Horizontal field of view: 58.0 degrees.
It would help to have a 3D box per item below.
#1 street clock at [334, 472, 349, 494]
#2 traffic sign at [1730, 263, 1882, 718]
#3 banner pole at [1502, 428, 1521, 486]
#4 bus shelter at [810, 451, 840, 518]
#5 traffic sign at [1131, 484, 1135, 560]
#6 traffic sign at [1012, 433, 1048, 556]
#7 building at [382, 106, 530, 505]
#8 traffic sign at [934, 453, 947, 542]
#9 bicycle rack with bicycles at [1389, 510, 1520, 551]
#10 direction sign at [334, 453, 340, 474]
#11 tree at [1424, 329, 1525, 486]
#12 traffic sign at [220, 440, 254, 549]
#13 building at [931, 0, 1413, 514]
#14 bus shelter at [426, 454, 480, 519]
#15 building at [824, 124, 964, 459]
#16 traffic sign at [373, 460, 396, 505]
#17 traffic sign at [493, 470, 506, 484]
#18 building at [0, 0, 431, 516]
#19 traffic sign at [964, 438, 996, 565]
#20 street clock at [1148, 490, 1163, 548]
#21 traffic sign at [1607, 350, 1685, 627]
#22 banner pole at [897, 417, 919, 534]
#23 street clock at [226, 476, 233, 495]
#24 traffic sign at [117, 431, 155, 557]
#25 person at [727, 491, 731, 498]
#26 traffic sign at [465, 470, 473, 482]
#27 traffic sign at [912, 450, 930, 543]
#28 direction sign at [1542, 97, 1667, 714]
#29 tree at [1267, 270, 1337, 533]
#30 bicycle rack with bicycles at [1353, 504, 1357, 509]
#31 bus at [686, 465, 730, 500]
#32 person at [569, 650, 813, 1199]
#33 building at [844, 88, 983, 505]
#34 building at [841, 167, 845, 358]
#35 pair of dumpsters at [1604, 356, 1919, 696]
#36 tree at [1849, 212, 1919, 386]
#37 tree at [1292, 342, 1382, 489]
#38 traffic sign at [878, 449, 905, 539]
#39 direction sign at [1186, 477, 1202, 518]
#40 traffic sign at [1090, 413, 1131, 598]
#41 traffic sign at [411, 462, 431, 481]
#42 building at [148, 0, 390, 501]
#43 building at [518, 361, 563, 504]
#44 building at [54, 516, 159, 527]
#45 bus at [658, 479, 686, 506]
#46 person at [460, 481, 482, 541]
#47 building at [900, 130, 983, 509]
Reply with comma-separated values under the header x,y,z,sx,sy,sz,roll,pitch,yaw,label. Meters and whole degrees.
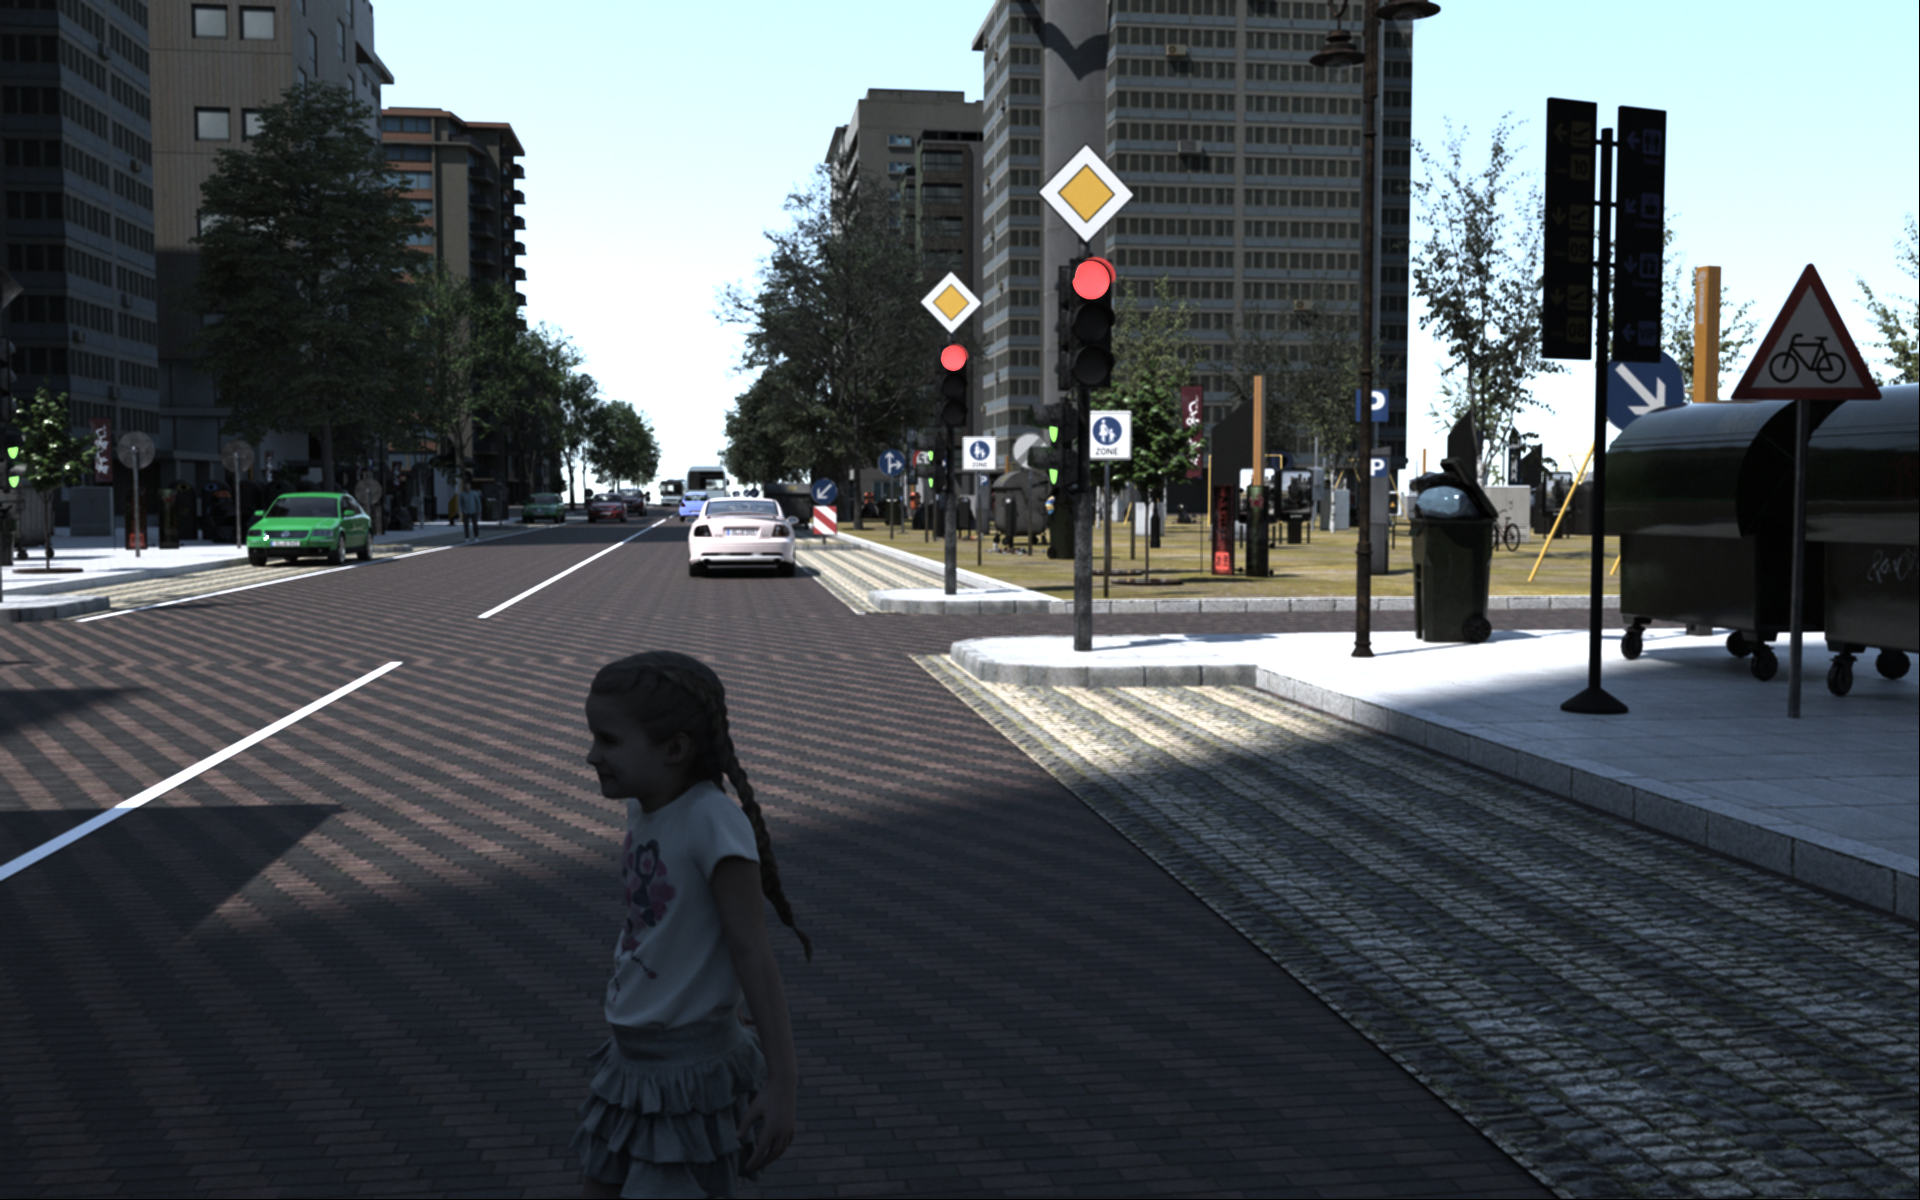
x,y,z,sx,sy,sz,roll,pitch,yaw,label
-20.143,-3.170,56.393,0.358,2.002,0.471,2,4,28,street clock
4.787,-0.603,9.865,0.884,2.594,0.081,0,4,-5,traffic sign
20.734,-4.606,65.326,0.863,3.779,0.401,1,4,14,banner pole
-7.138,-6.058,90.331,1.731,3.624,6.357,-1,4,-8,bus shelter
3.374,-2.057,33.744,0.768,2.556,0.104,0,4,-4,traffic sign
1.460,-2.196,36.006,0.768,2.556,0.104,0,4,0,traffic sign
-61.666,-33.273,198.630,22.147,44.769,28.867,0,4,-8,building
-0.674,-2.854,46.774,0.768,2.556,0.104,0,4,-1,traffic sign
11.188,-1.612,39.741,2.852,0.926,2.925,0,4,-5,bicycle rack with bicycles
-32.166,-5.961,89.456,0.379,3.537,0.876,0,4,-3,direction sign
21.838,-7.471,72.520,4.737,8.622,4.395,0,3,0,tree
-16.964,-2.482,40.679,0.768,2.556,0.104,0,4,-8,traffic sign
14.692,-26.385,123.271,32.217,40.220,23.993,0,4,-8,building
-26.273,-5.870,89.902,2.014,3.302,5.546,-1,4,-8,bus shelter
-3.871,-40.047,244.007,28.713,52.752,27.495,0,4,-8,building
-22.092,-4.066,66.483,0.884,2.594,0.081,0,4,-6,traffic sign
-24.980,-5.754,94.089,0.884,2.594,0.081,0,4,-6,traffic sign
-57.267,-26.843,130.761,32.217,40.220,23.993,0,4,-8,building
0.351,-1.769,31.056,0.606,2.300,0.079,0,4,-4,traffic sign
4.643,-2.237,41.142,0.358,2.002,0.471,2,4,30,street clock
5.845,-0.909,14.962,0.768,2.556,0.104,0,4,-2,traffic sign
-1.681,-4.059,56.383,0.863,3.779,0.401,-3,5,-39,banner pole
-29.436,-3.990,69.808,0.358,2.002,0.471,-2,4,-27,street clock
-16.693,-2.140,35.090,0.768,2.556,0.104,0,4,-1,traffic sign
-27.305,-11.978,204.328,0.705,1.826,1.348,-2,4,-32,person
-26.501,-5.672,92.843,0.768,2.556,0.104,0,4,-1,traffic sign
-0.881,-2.793,45.772,0.768,2.556,0.104,0,4,-6,traffic sign
3.759,-1.111,10.158,0.876,3.537,0.379,-2,4,-23,direction sign
12.250,-6.489,56.451,4.360,8.622,3.978,0,3,0,tree
16.837,-3.591,72.088,2.925,0.926,2.852,0,4,1,bicycle rack with bicycles
-17.084,-7.488,117.281,2.948,3.499,13.247,0,4,-8,bus
-0.341,0.675,2.485,0.382,1.210,0.505,-3,4,-38,person
-2.191,-35.551,204.963,21.300,48.544,21.600,0,4,-8,building
-7.771,-34.997,222.316,14.600,45.320,14.200,0,4,-8,building
6.029,-0.549,11.465,1.574,2.255,4.437,-1,4,-8,pair of dumpsters
24.829,-5.716,43.817,4.737,8.622,4.395,0,3,0,tree
17.826,-7.976,80.775,4.737,8.622,4.395,0,3,0,tree
-1.927,-2.985,48.904,0.768,2.556,0.104,0,4,-5,traffic sign
12.825,-6.289,94.827,0.876,3.537,0.379,1,4,14,direction sign
1.811,-1.179,21.400,0.606,2.300,0.079,0,4,1,traffic sign
-21.411,-4.202,68.800,0.768,2.556,0.104,0,4,-7,traffic sign
-50.970,-31.474,103.844,28.713,52.752,27.495,0,4,-8,building
-67.665,-23.399,227.608,27.650,21.520,28.899,0,4,-8,building
-47.800,-23.162,70.578,32.217,40.220,23.993,0,4,-8,building
-34.008,-12.904,205.842,2.948,3.499,13.247,0,4,-6,bus
-14.775,-2.679,52.315,0.660,1.820,0.620,0,4,-8,person
3.110,-22.622,141.565,14.160,30.474,14.107,0,4,-8,building
